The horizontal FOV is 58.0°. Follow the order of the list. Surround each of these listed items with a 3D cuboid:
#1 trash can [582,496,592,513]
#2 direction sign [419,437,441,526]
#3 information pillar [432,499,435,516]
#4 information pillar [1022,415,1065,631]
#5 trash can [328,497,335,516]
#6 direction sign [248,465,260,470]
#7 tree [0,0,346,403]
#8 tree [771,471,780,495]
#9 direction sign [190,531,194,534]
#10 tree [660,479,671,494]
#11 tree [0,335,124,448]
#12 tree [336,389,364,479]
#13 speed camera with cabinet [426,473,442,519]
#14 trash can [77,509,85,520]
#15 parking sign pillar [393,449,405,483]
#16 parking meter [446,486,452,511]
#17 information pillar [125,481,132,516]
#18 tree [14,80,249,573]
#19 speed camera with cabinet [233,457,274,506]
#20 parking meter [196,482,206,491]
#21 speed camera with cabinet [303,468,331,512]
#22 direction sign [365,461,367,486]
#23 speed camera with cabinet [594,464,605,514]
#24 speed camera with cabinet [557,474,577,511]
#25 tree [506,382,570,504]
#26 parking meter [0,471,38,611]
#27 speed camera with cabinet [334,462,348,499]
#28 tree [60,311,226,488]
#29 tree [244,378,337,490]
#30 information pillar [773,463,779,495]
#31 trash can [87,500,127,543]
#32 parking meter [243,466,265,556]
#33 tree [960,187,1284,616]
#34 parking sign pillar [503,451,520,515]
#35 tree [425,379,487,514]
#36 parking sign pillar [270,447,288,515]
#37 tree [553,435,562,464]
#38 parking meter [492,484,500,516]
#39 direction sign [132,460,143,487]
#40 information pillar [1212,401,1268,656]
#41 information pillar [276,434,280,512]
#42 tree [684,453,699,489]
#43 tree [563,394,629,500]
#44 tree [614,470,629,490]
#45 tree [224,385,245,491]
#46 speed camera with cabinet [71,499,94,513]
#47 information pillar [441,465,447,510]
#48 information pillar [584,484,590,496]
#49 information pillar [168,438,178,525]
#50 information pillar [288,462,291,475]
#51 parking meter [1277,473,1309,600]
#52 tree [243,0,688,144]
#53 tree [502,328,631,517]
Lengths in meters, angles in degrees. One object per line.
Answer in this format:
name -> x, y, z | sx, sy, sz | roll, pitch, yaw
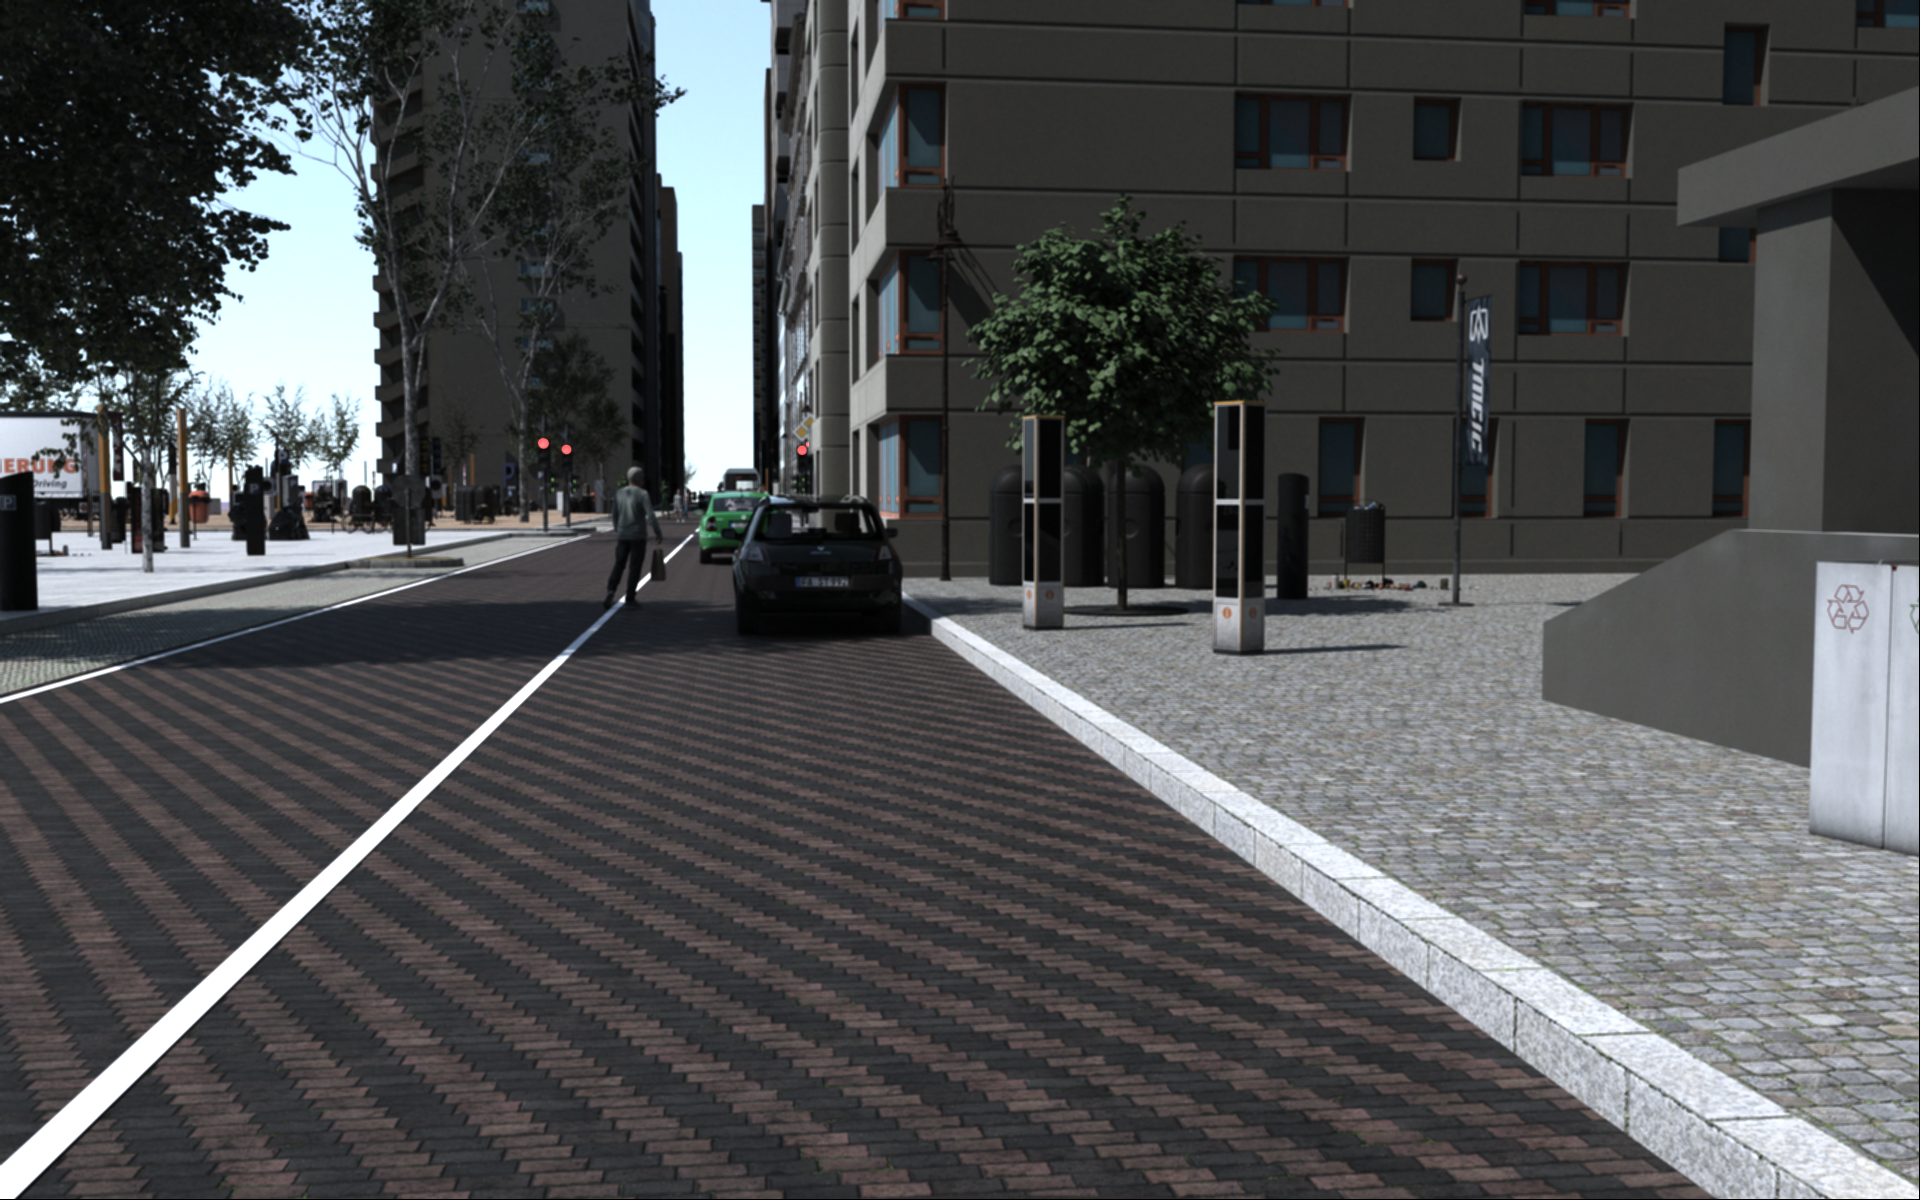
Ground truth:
trash can -> -24.986, -6.385, 116.055 | 0.748, 1.137, 0.748 | 0, 3, 0
direction sign -> -21.196, -4.730, 69.339 | 0.876, 3.537, 0.379 | -3, 4, -37
information pillar -> -30.616, -5.869, 100.448 | 0.304, 2.012, 0.304 | -2, 4, -25
information pillar -> 0.787, -0.726, 16.357 | 0.304, 2.012, 0.304 | -1, 4, -23
trash can -> -36.173, -5.364, 99.361 | 0.748, 1.137, 0.748 | 0, 3, 0
direction sign -> -54.634, -8.687, 134.036 | 0.876, 3.537, 0.379 | -1, 4, -8
tree -> -10.522, -6.684, 15.938 | 9.857, 13.997, 8.962 | 0, 3, 0
tree -> -15.107, -9.176, 144.632 | 1.663, 3.219, 1.824 | 0, 3, 0
direction sign -> -24.726, -3.874, 55.341 | 0.379, 3.537, 0.876 | -2, 4, -28
tree -> -36.687, -13.467, 214.792 | 1.663, 3.219, 1.824 | 0, 3, 0
tree -> -40.190, -7.689, 76.077 | 4.737, 8.622, 4.395 | 0, 3, 0
tree -> -43.527, -10.442, 121.082 | 4.737, 8.622, 4.395 | 0, 3, 0
speed camera with cabinet -> -27.437, -5.735, 88.109 | 2.038, 3.252, 0.660 | -2, 4, -33
trash can -> -44.076, -4.612, 87.066 | 0.748, 1.137, 0.748 | 0, 3, 0
parking sign pillar -> -33.131, -6.964, 102.332 | 1.447, 3.967, 1.447 | 0, 4, -5
parking meter -> -39.129, -7.758, 132.549 | 0.255, 1.863, 0.399 | 1, 4, 21
information pillar -> -47.749, -5.813, 99.538 | 0.304, 2.012, 0.304 | -2, 4, -34
tree -> -13.485, -4.767, 28.302 | 4.360, 8.622, 3.978 | 0, 3, 0
speed camera with cabinet -> -37.876, -6.022, 92.790 | 2.038, 3.252, 0.660 | -1, 4, -17
parking meter -> -38.107, -4.972, 87.005 | 0.399, 1.863, 0.255 | 1, 4, 13
speed camera with cabinet -> -47.053, -8.107, 126.889 | 2.038, 3.252, 0.660 | -2, 4, -23
direction sign -> -40.220, -7.660, 117.239 | 0.379, 3.537, 0.876 | -2, 4, -24
speed camera with cabinet -> -23.725, -7.320, 114.022 | 0.660, 3.252, 2.038 | 0, 4, -8
speed camera with cabinet -> -29.334, -8.256, 129.323 | 0.660, 3.252, 2.038 | 1, 4, 18
tree -> -26.940, -9.880, 111.902 | 4.737, 8.622, 4.395 | 0, 3, 0
parking meter -> -10.417, -0.655, 19.127 | 0.372, 1.533, 0.369 | 0, 3, 0
speed camera with cabinet -> -37.035, -6.807, 105.623 | 2.038, 3.252, 0.660 | -1, 4, -9
tree -> -31.439, -7.127, 66.890 | 4.737, 8.622, 4.395 | 0, 3, 0
tree -> -42.649, -9.794, 110.493 | 4.737, 8.622, 4.395 | 0, 3, 0
information pillar -> -13.713, -8.418, 128.993 | 0.504, 3.616, 0.183 | 2, 4, 26
trash can -> -22.107, -2.050, 45.167 | 0.748, 1.137, 0.748 | 0, 3, 0
parking meter -> -14.769, -1.866, 36.225 | 0.399, 1.863, 0.255 | -1, 4, -22
tree -> 1.734, -2.145, 18.791 | 4.285, 4.588, 4.351 | 0, 3, 0
parking sign pillar -> -27.785, -7.280, 107.504 | 1.447, 3.967, 1.447 | 2, 4, 34
tree -> -32.451, -9.837, 111.190 | 4.360, 8.622, 3.978 | 0, 3, 0
parking sign pillar -> -38.559, -6.702, 98.045 | 1.447, 3.967, 1.447 | 0, 4, 4
tree -> -29.407, -11.255, 134.375 | 4.360, 8.622, 3.978 | 0, 3, 0
parking meter -> -27.564, -5.951, 103.002 | 0.399, 1.863, 0.255 | 1, 4, 16
direction sign -> -53.835, -7.443, 113.688 | 0.876, 3.537, 0.379 | 0, 4, 1
information pillar -> 2.236, -0.572, 13.849 | 0.304, 2.012, 0.304 | -3, 5, -41
information pillar -> -26.446, -4.636, 67.153 | 0.183, 3.616, 0.504 | -1, 4, -18
tree -> -47.368, -21.234, 297.532 | 4.360, 8.622, 3.978 | 0, 3, 0
tree -> -25.442, -10.535, 122.615 | 4.360, 8.622, 3.978 | 0, 3, 0
tree -> -27.297, -8.910, 140.286 | 1.663, 3.219, 1.824 | 0, 3, 0
tree -> -48.754, -10.177, 116.748 | 4.737, 8.622, 4.395 | 0, 3, 0
speed camera with cabinet -> -54.114, -6.902, 107.177 | 0.660, 3.252, 2.038 | 1, 4, 12
information pillar -> -41.280, -9.005, 138.591 | 0.504, 3.616, 0.183 | -1, 4, -20
information pillar -> -27.636, -7.571, 128.277 | 0.304, 2.012, 0.304 | 3, 5, 40
information pillar -> -33.081, -4.981, 72.792 | 0.183, 3.616, 0.504 | 1, 4, 9
information pillar -> -48.938, -8.246, 126.180 | 0.183, 3.616, 0.504 | 3, 5, 41
parking meter -> 4.072, -0.781, 21.185 | 0.372, 1.533, 0.369 | 0, 3, 0
tree -> -14.622, -11.810, 48.978 | 12.611, 20.169, 13.585 | 0, 3, 0
tree -> -21.717, -9.894, 96.174 | 7.601, 10.594, 8.767 | -3, 5, -42
